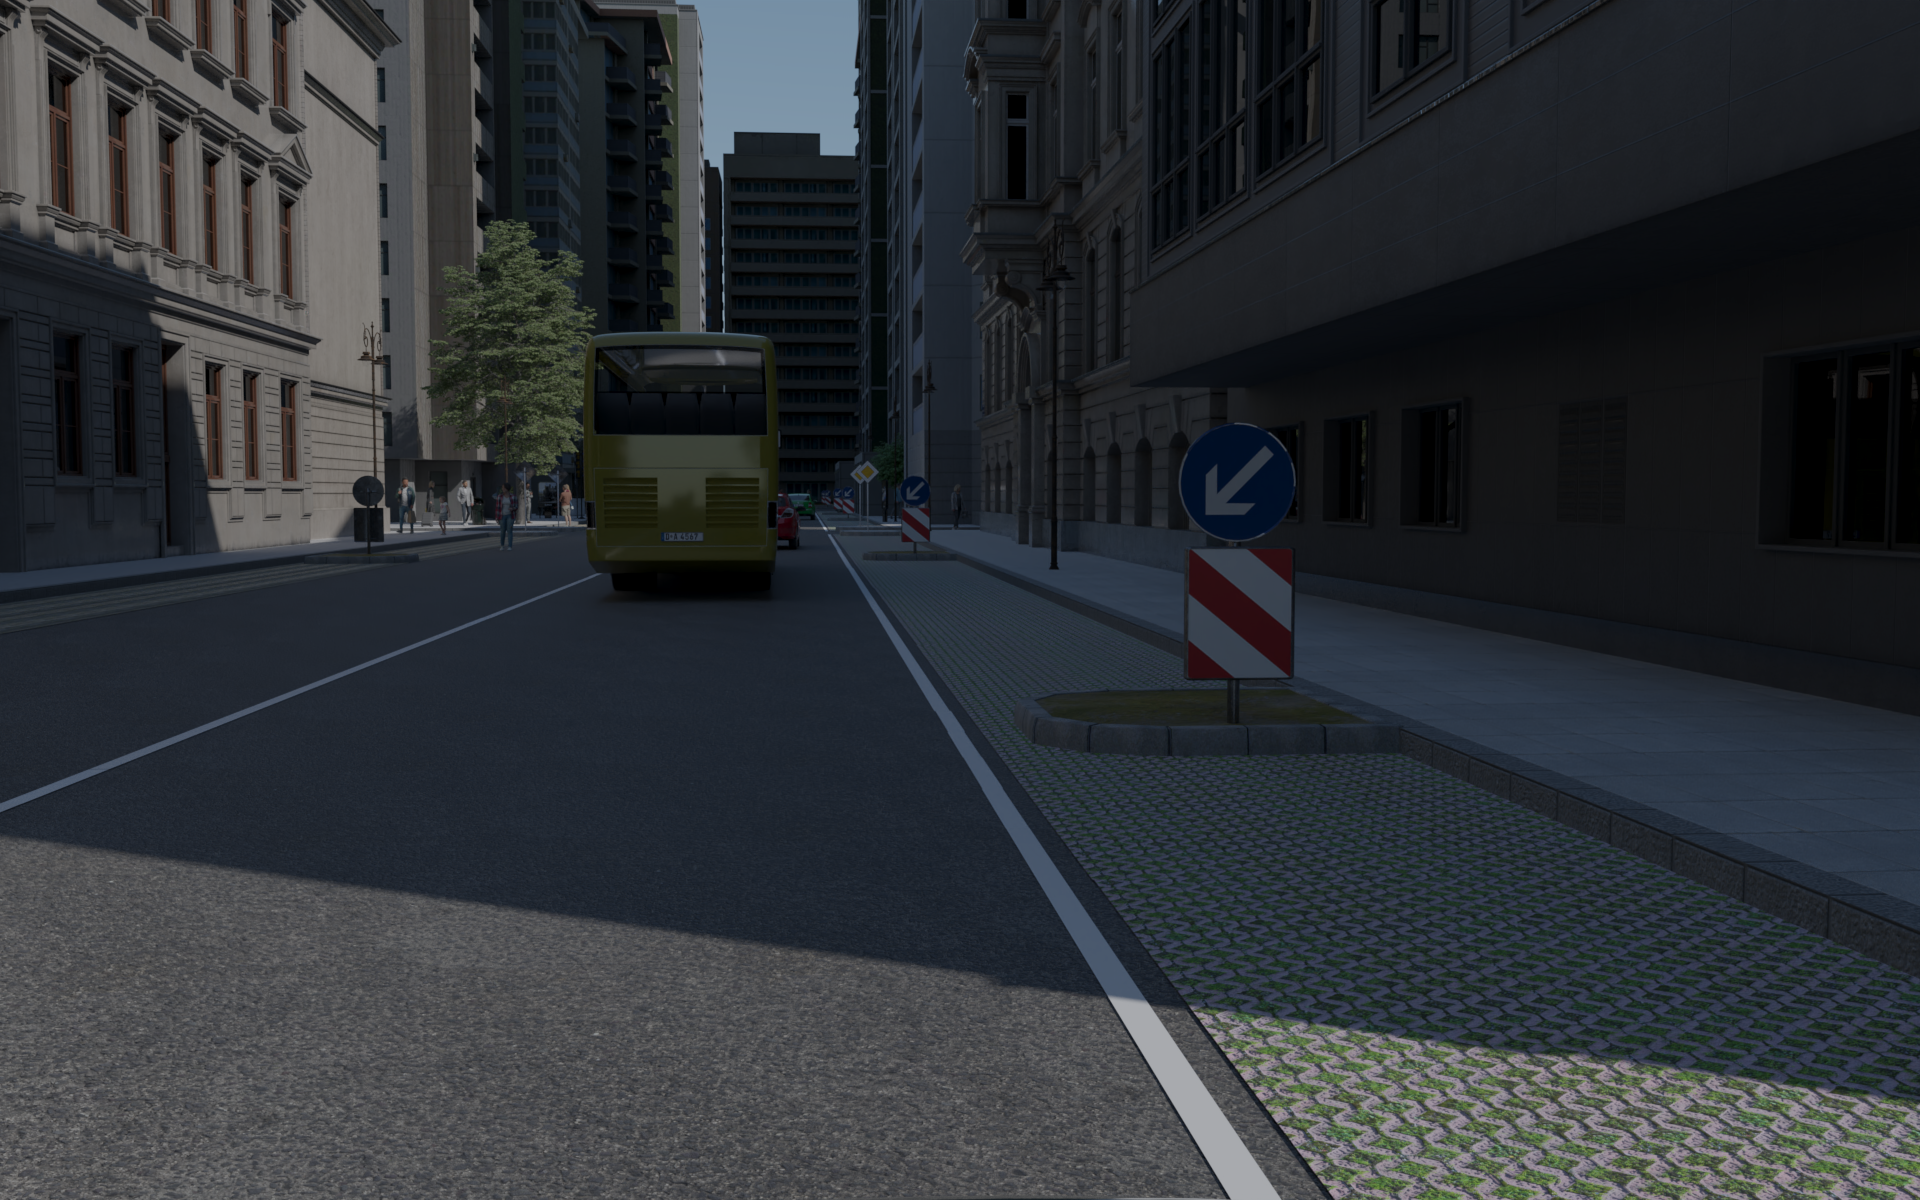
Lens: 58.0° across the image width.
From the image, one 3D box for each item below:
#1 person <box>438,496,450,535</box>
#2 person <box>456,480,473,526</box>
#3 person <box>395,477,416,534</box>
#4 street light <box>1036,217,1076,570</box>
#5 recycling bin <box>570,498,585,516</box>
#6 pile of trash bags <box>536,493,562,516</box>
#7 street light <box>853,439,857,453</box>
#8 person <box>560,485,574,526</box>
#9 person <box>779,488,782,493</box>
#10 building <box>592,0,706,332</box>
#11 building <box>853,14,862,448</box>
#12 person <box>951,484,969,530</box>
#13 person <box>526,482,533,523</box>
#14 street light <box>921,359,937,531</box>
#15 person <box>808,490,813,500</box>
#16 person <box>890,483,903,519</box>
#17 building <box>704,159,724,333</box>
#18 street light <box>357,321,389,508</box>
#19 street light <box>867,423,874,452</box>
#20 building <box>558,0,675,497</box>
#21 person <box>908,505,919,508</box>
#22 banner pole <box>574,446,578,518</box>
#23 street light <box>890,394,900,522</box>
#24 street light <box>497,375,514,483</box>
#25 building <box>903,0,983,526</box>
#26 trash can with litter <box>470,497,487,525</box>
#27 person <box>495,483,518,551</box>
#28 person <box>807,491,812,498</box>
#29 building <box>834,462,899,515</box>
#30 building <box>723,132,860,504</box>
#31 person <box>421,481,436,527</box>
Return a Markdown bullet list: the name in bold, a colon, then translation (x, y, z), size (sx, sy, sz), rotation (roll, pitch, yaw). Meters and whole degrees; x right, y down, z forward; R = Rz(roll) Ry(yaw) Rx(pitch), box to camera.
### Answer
- **person**: translation (-16.128, -2.645, 54.305), size (0.505, 1.210, 0.382), rotation (2, 4, 30)
- **person**: translation (-19.796, -3.873, 69.214), size (0.661, 1.843, 0.795), rotation (-2, 4, -30)
- **person**: translation (-17.686, -3.021, 55.413), size (0.794, 1.824, 0.713), rotation (1, 4, 13)
- **street light**: translation (1.599, -3.454, 29.261), size (0.468, 5.910, 1.993), rotation (0, 4, -5)
- **recycling bin**: translation (-22.294, -5.388, 100.655), size (0.722, 1.027, 0.722), rotation (-3, 5, -44)
- **pile of trash bags**: translation (-24.148, -5.706, 103.037), size (1.912, 1.369, 3.447), rotation (-1, 4, -19)
- **street light**: translation (-8.635, -10.388, 142.633), size (0.468, 5.910, 1.993), rotation (0, 4, -5)
- **person**: translation (-16.440, -3.907, 72.360), size (0.573, 1.828, 0.580), rotation (-1, 4, -16)
- **person**: translation (-11.671, -6.394, 113.030), size (0.794, 1.824, 0.713), rotation (-1, 4, -16)
- **building**: translation (-44.607, -40.564, 205.218), size (28.212, 58.520, 21.231), rotation (0, 4, -5)
- **building**: translation (1.479, -30.884, 159.576), size (22.147, 44.769, 28.867), rotation (0, 4, -5)
- **person**: translation (-0.049, -3.477, 65.538), size (0.709, 1.800, 0.728), rotation (-2, 4, -34)
- **person**: translation (-18.889, -4.243, 75.604), size (0.466, 1.800, 0.511), rotation (2, 4, 31)
- **street light**: translation (-1.056, -5.309, 59.592), size (0.468, 5.910, 1.993), rotation (0, 4, -5)
- **person**: translation (-12.114, -7.963, 139.047), size (0.721, 1.781, 0.623), rotation (0, 4, 7)
- **person**: translation (-3.215, -5.065, 88.712), size (0.748, 1.841, 0.638), rotation (3, 4, 37)
- **building**: translation (-38.766, -35.482, 230.246), size (14.200, 45.320, 14.600), rotation (0, 4, -5)
- **street light**: translation (-15.722, -4.509, 46.503), size (0.468, 5.910, 1.993), rotation (0, 4, -5)
- **street light**: translation (-5.747, -8.454, 111.018), size (0.468, 5.910, 1.993), rotation (0, 4, -5)
- **building**: translation (-37.200, -30.583, 154.656), size (22.147, 44.769, 28.867), rotation (0, 4, -5)
- **person**: translation (-1.851, -3.848, 68.803), size (0.661, 1.843, 0.795), rotation (2, 4, 27)
- **banner pole**: translation (-20.158, -6.172, 90.928), size (0.401, 3.779, 0.863), rotation (0, 4, 0)
- **street light**: translation (-3.000, -6.586, 80.462), size (0.468, 5.910, 1.993), rotation (0, 4, -5)
- **street light**: translation (-17.691, -5.793, 67.497), size (0.468, 5.910, 1.993), rotation (0, 4, -5)
- **building**: translation (12.046, -32.706, 76.738), size (28.212, 58.520, 21.231), rotation (0, 4, -5)
- **trash can with litter**: translation (-19.910, -3.678, 71.526), size (0.624, 1.170, 1.055), rotation (0, 4, -3)
- **person**: translation (-11.429, -2.102, 43.711), size (0.563, 1.720, 0.643), rotation (0, 4, -5)
- **person**: translation (-12.333, -8.061, 140.474), size (0.709, 1.800, 0.728), rotation (2, 4, 31)
- **building**: translation (0.765, -42.441, 132.160), size (20.563, 71.187, 20.611), rotation (0, 4, -5)
- **building**: translation (-20.959, -37.411, 235.366), size (21.600, 48.544, 21.300), rotation (0, 4, -5)
- **person**: translation (-20.938, -3.789, 68.207), size (0.699, 1.804, 1.509), rotation (0, 4, 1)
